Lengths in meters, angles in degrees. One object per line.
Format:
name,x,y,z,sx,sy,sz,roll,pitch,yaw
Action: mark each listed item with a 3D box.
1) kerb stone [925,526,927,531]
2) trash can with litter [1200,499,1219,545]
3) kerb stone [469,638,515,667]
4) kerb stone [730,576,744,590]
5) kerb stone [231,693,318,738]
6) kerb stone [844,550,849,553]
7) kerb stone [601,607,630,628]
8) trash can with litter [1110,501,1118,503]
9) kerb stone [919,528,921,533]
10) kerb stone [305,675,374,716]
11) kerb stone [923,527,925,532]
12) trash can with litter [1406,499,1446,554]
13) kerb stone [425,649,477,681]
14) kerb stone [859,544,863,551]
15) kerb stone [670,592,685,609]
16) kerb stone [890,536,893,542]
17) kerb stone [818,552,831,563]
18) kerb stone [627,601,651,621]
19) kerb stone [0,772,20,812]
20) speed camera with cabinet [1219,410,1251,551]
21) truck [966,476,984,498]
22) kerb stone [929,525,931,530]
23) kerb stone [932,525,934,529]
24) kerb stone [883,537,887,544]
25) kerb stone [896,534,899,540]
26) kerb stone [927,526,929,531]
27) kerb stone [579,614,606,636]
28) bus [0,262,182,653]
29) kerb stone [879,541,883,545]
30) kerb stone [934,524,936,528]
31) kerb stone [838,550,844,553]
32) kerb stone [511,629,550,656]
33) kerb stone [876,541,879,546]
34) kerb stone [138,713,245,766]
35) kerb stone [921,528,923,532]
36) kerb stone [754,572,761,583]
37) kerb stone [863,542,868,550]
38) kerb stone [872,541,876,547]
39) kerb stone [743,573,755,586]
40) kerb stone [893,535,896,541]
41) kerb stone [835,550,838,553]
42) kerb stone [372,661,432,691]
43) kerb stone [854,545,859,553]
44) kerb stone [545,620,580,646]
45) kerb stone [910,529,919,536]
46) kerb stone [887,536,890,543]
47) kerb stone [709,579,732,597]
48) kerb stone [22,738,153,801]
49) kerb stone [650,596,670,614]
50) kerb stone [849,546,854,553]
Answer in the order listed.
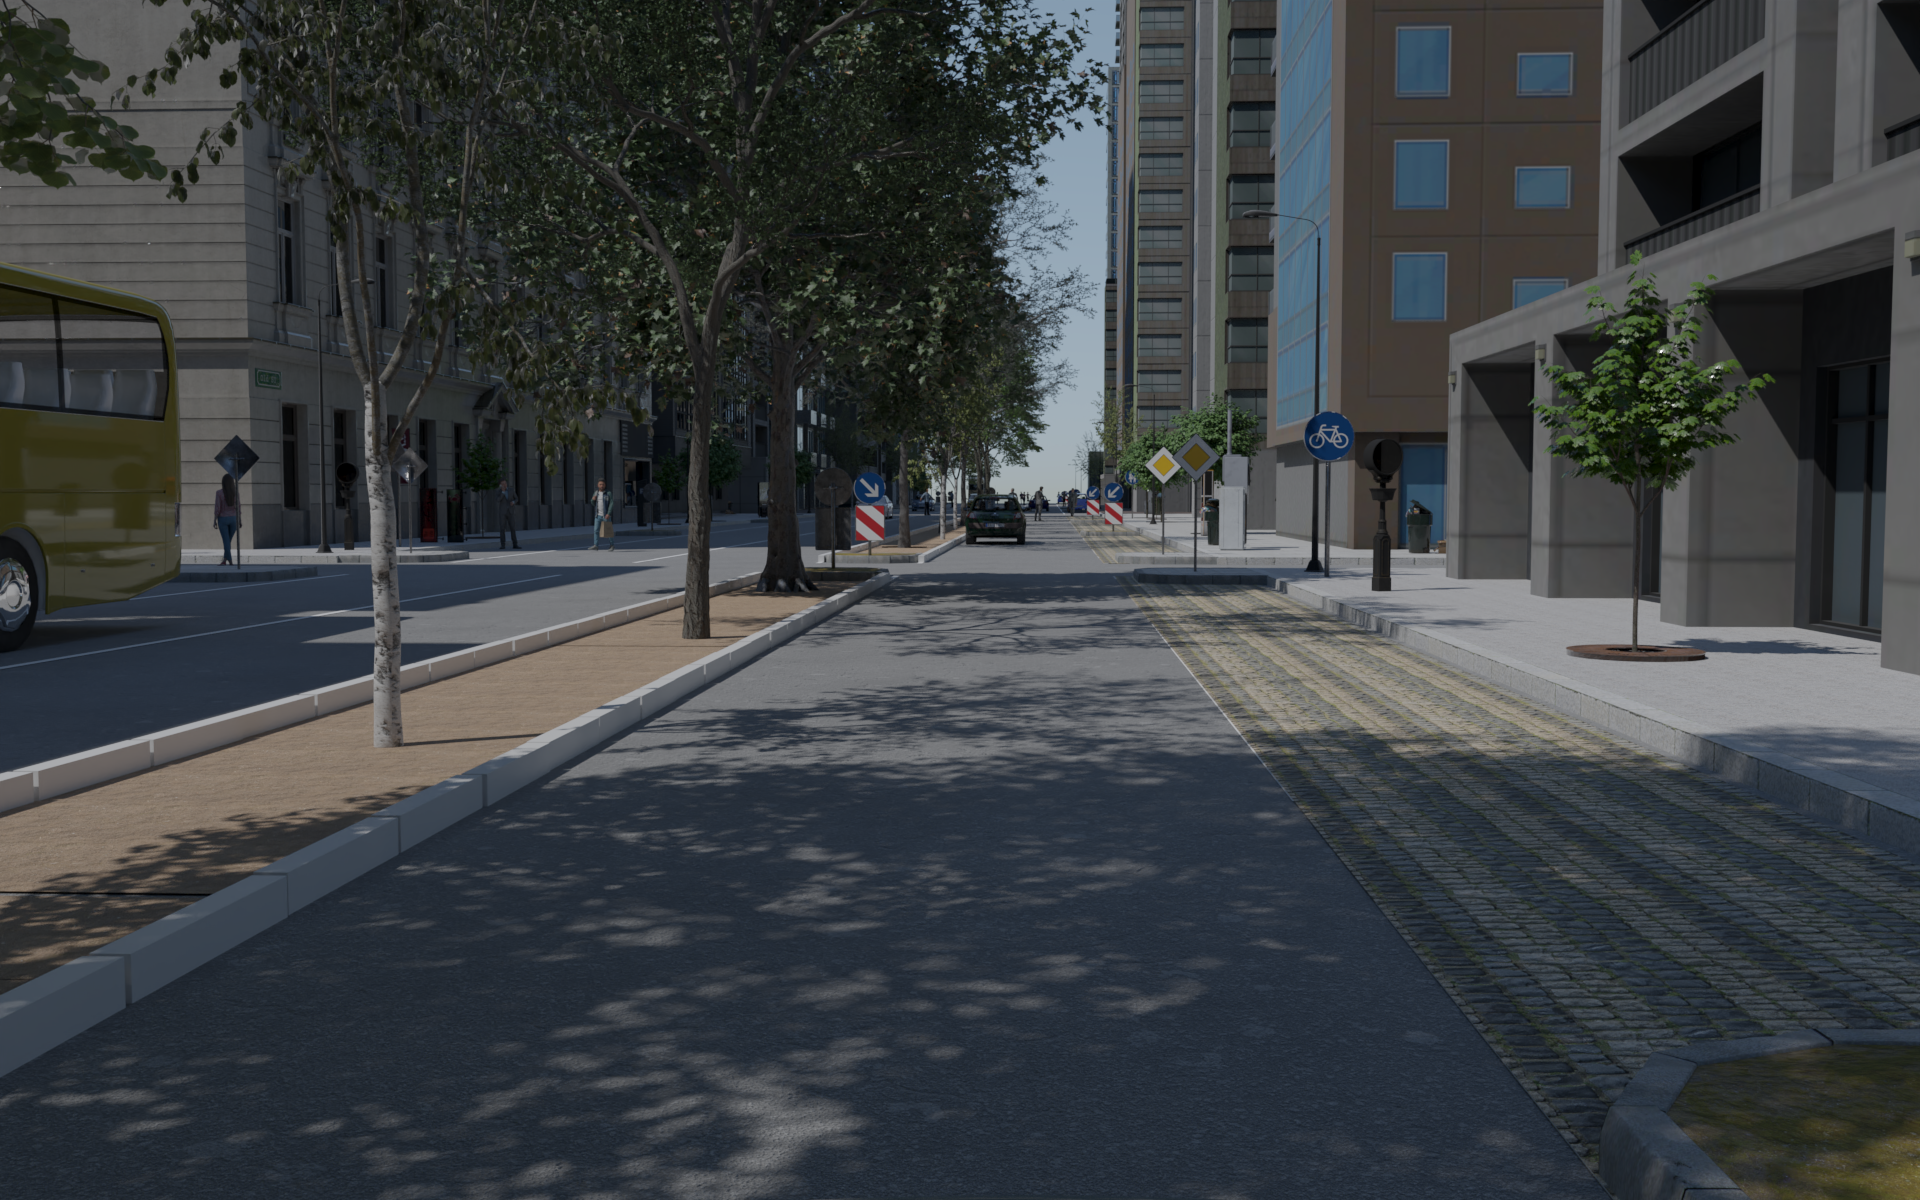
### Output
kerb stone,-1.426,-2.639,65.393,0.120,0.150,1.000,0,4,3
trash can with litter,6.551,-1.965,43.515,0.624,1.170,1.055,3,5,43
kerb stone,-4.002,0.460,14.667,0.120,0.150,1.000,0,4,3
kerb stone,-3.425,-0.230,25.961,0.120,0.150,1.000,0,4,3
kerb stone,-4.209,0.714,10.574,0.120,0.150,1.000,0,4,3
kerb stone,-2.722,-1.073,39.805,0.120,0.150,1.000,0,4,3
kerb stone,-3.788,0.209,18.783,0.120,0.150,1.000,0,4,3
trash can with litter,9.883,-6.014,109.710,0.624,1.170,1.055,-1,4,-15
kerb stone,-1.587,-2.454,62.325,0.120,0.150,1.000,0,4,3
kerb stone,-4.151,0.648,11.599,0.120,0.150,1.000,0,4,3
kerb stone,-1.482,-2.579,64.372,0.120,0.150,1.000,0,4,3
trash can with litter,10.175,-1.592,37.415,1.055,1.170,0.624,1,4,12
kerb stone,-4.051,0.523,13.646,0.120,0.150,1.000,0,4,3
kerb stone,-2.573,-1.265,42.876,0.120,0.150,1.000,0,4,3
kerb stone,-3.635,0.029,21.857,0.120,0.150,1.000,0,4,3
kerb stone,-2.165,-1.767,51.089,0.120,0.150,1.000,0,4,3
kerb stone,-2.881,-0.889,36.734,0.120,0.150,1.000,0,4,3
kerb stone,-3.734,0.146,19.810,0.120,0.150,1.000,0,4,3
kerb stone,-4.361,0.899,7.499,0.120,0.150,1.000,0,4,3
speed camera with cabinet,6.390,-2.805,40.195,0.660,3.252,2.038,1,4,13
truck,2.477,-16.464,258.099,2.839,4.237,11.283,0,4,1
kerb stone,-1.321,-2.767,67.434,0.120,0.150,1.000,0,4,3
kerb stone,-1.222,-2.884,69.476,0.120,0.150,1.000,0,4,3
kerb stone,-2.256,-1.641,49.032,0.120,0.150,1.000,0,4,3
kerb stone,-2.048,-1.888,53.132,0.120,0.150,1.000,0,4,3
kerb stone,-1.378,-2.705,66.414,0.120,0.150,1.000,0,4,3
kerb stone,-3.839,0.274,17.758,0.120,0.150,1.000,0,4,3
bus,-9.822,-1.300,12.794,2.896,3.916,12.252,0,4,1
kerb stone,-2.317,-1.579,48.009,0.120,0.150,1.000,0,4,3
kerb stone,-1.177,-2.954,70.498,0.120,0.150,1.000,0,4,3
kerb stone,-2.773,-1.011,38.780,0.120,0.150,1.000,0,4,3
kerb stone,-3.941,0.397,15.702,0.120,0.150,1.000,0,4,3
kerb stone,-2.368,-1.515,46.972,0.120,0.150,1.000,0,4,3
kerb stone,-4.247,0.773,9.552,0.120,0.150,1.000,0,4,3
kerb stone,-1.536,-2.517,63.351,0.120,0.150,1.000,0,4,3
kerb stone,-3.333,-0.355,28.007,0.120,0.150,1.000,0,4,3
kerb stone,-2.511,-1.327,43.897,0.120,0.150,1.000,0,4,3
kerb stone,-2.415,-1.451,45.951,0.120,0.150,1.000,0,4,3
kerb stone,-3.371,-0.293,26.984,0.120,0.150,1.000,0,4,3
kerb stone,-2.106,-1.830,52.112,0.120,0.150,1.000,0,4,3
kerb stone,-2.832,-0.951,37.754,0.120,0.150,1.000,0,4,3
kerb stone,-4.107,0.586,12.622,0.120,0.150,1.000,0,4,3
kerb stone,-2.626,-1.200,41.850,0.120,0.150,1.000,0,4,3
kerb stone,-3.889,0.334,16.736,0.120,0.150,1.000,0,4,3
kerb stone,-1.631,-2.388,61.304,0.120,0.150,1.000,0,4,3
kerb stone,-2.201,-1.704,50.059,0.120,0.150,1.000,0,4,3
kerb stone,-3.476,-0.161,24.927,0.120,0.150,1.000,0,4,3
kerb stone,-4.304,0.836,8.526,0.120,0.150,1.000,0,4,3
kerb stone,-3.688,0.085,20.836,0.120,0.150,1.000,0,4,3
kerb stone,-2.678,-1.139,40.826,0.120,0.150,1.000,0,4,3
